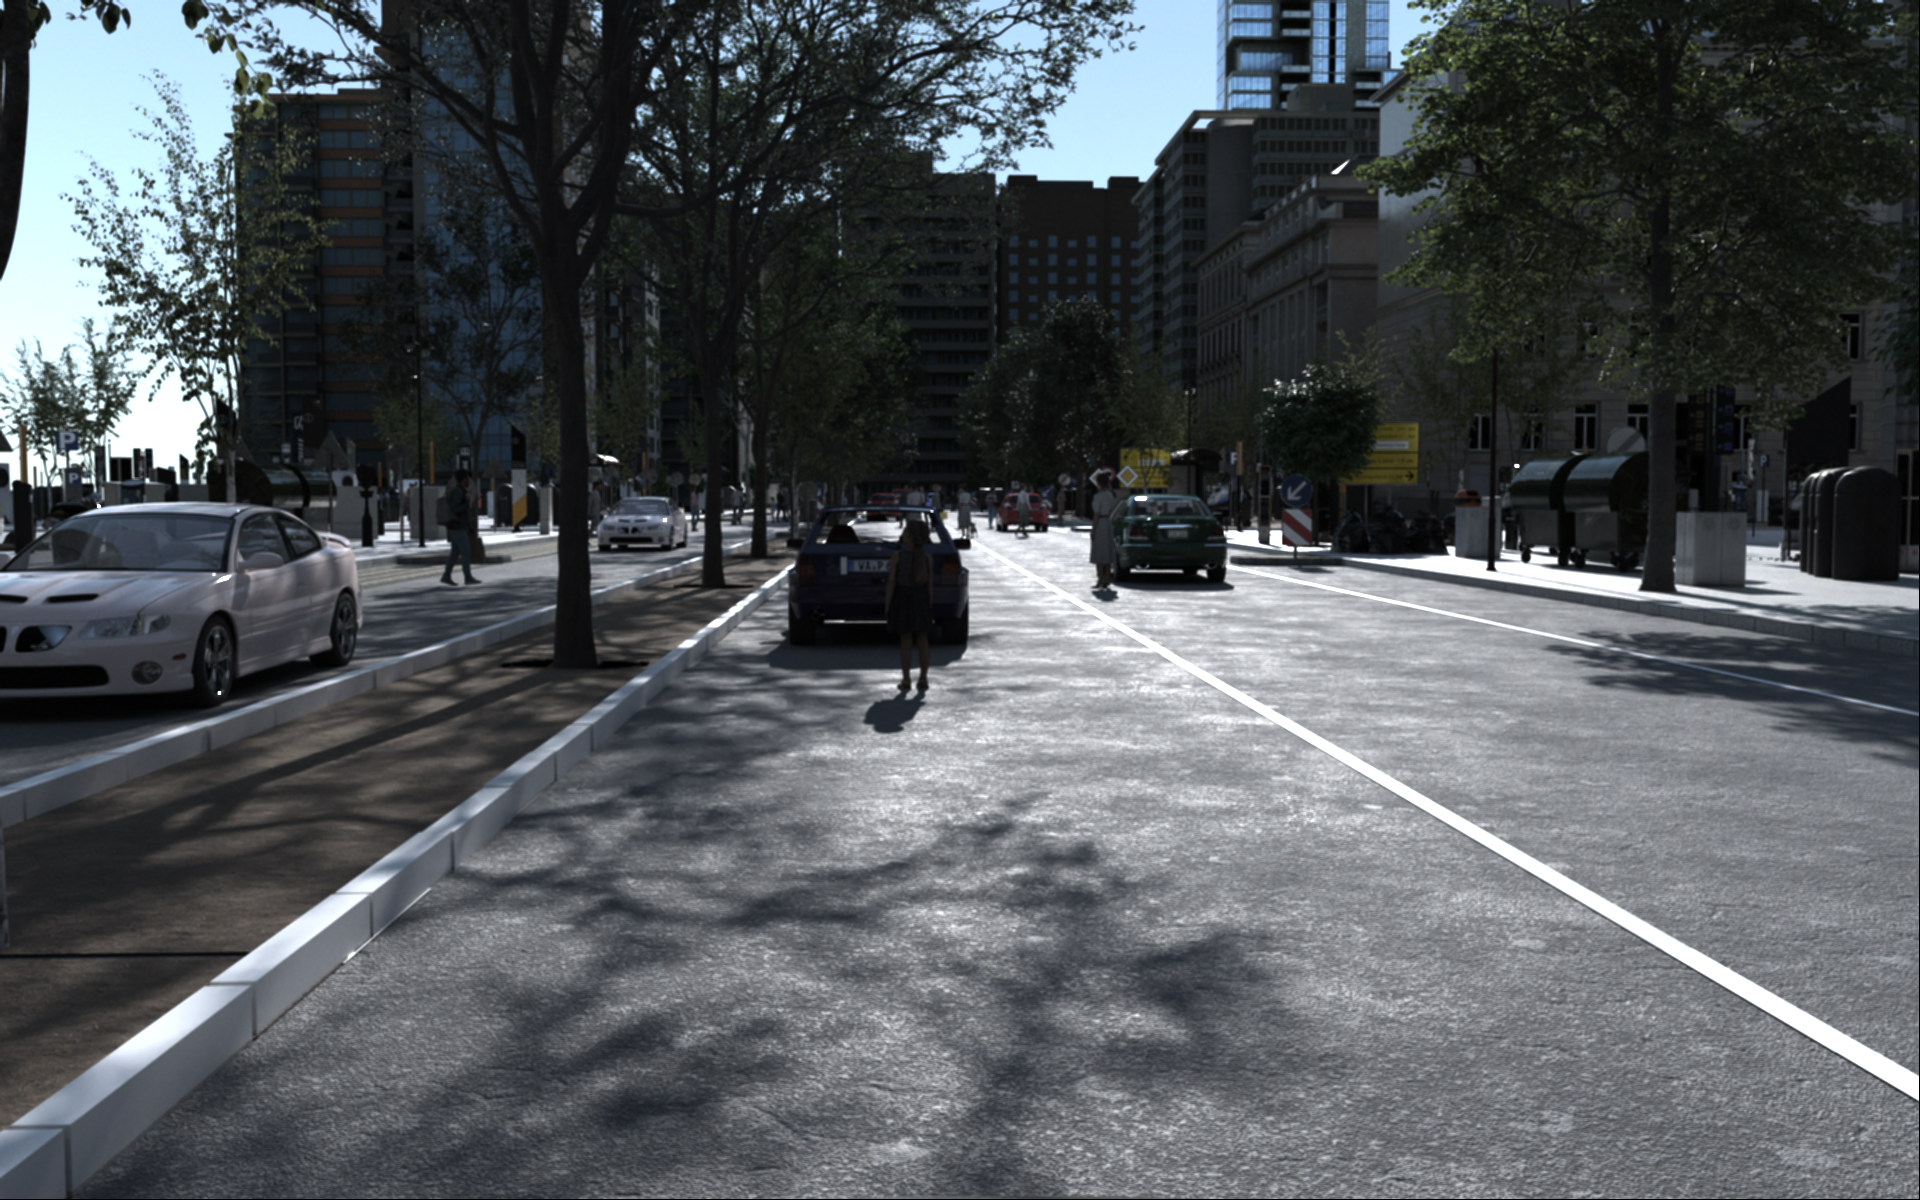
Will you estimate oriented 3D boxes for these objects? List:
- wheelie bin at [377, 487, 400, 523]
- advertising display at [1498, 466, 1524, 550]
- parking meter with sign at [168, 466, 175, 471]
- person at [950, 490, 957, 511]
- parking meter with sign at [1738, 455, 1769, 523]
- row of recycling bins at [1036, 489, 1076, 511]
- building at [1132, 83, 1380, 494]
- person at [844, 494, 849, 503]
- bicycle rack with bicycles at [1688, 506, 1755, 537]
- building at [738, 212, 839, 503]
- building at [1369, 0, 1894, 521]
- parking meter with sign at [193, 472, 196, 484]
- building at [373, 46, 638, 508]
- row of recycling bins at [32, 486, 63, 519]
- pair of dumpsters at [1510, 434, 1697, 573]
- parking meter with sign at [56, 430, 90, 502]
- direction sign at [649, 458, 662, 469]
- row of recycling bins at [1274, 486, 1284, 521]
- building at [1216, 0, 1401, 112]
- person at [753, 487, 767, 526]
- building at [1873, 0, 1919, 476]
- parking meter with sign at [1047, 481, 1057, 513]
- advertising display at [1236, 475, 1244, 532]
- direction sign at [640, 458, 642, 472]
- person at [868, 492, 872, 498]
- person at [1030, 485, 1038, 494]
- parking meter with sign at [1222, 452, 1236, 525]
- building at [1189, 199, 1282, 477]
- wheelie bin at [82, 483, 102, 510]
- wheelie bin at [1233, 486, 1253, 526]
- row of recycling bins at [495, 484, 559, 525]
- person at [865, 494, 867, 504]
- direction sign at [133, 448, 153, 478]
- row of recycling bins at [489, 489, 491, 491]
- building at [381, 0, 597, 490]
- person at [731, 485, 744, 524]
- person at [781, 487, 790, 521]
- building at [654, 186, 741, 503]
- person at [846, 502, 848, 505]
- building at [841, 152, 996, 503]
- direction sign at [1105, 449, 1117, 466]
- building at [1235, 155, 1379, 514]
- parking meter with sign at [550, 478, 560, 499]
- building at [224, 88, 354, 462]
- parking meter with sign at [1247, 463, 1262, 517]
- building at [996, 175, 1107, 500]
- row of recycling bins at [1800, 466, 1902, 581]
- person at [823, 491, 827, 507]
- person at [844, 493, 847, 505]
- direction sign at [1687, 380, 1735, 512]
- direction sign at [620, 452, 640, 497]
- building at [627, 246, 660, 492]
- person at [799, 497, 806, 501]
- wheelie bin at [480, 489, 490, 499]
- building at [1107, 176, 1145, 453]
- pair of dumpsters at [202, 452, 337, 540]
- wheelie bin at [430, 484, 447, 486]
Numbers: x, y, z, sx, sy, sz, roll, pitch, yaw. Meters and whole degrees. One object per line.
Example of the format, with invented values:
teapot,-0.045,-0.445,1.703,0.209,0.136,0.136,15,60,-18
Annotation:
wheelie bin,-25.892,-4.349,79.014,0.693,1.594,0.980,0,4,7
advertising display,12.748,-2.127,39.991,0.123,1.923,0.974,-1,4,-15
parking meter with sign,-50.307,-6.887,108.864,1.738,3.016,0.543,0,4,6
person,-0.491,-8.157,142.673,0.445,1.727,0.742,2,4,26
parking meter with sign,34.771,-4.908,76.512,1.738,3.016,0.543,-1,4,-12
row of recycling bins,7.490,-7.640,132.029,3.534,1.692,1.069,-1,4,-21
building,32.827,-29.127,168.107,32.217,40.220,23.993,0,4,-2
person,-9.592,-8.343,148.137,0.991,1.433,0.599,-1,4,-19
bicycle rack with bicycles,22.217,-2.322,51.352,2.852,0.926,2.925,3,4,37
building,-24.072,-34.304,244.457,14.086,41.232,14.154,0,4,-2
building,34.660,-17.752,87.505,25.104,27.353,12.463,0,4,-2
parking meter with sign,-60.433,-8.712,138.701,1.738,3.016,0.543,0,4,-2
building,-43.236,-31.398,167.979,22.147,44.769,28.867,0,4,-2
row of recycling bins,-46.254,-4.979,88.527,3.534,1.692,1.069,2,4,35
pair of dumpsters,11.143,-1.693,30.174,1.574,2.255,4.437,0,4,-2
parking meter with sign,-23.996,-3.090,46.779,0.543,3.016,1.738,-2,4,-32
direction sign,-19.251,-7.192,109.588,0.876,3.537,0.379,1,4,11
row of recycling bins,16.027,-4.733,84.498,1.069,1.692,3.534,0,4,-2
building,49.661,-57.360,250.503,31.000,86.520,22.319,0,4,-2
person,-8.894,-4.177,76.978,0.592,1.802,0.473,-1,4,-15
building,30.158,-11.698,33.060,13.314,21.916,24.055,0,4,-2
parking meter with sign,6.147,-7.406,117.343,0.543,3.016,1.738,-1,4,-13
advertising display,9.511,-3.278,58.813,0.123,1.923,0.974,1,4,17
direction sign,-20.447,-7.221,110.063,0.876,3.537,0.379,1,4,12
person,-10.201,-11.398,196.325,0.415,1.643,0.593,-2,4,-31
person,3.450,-4.518,82.149,0.659,1.850,0.755,2,4,26
parking meter with sign,10.987,-4.626,71.894,0.543,3.016,1.738,-1,4,-20
building,24.583,-18.543,132.054,11.050,23.489,19.941,0,4,-2
wheelie bin,-25.876,-2.644,51.131,0.980,1.594,0.693,-2,4,-26
wheelie bin,11.258,-3.736,68.999,0.693,1.594,0.980,0,4,-6
row of recycling bins,-17.486,-3.970,72.027,3.534,1.692,1.069,-1,4,-23
person,-10.196,-10.776,187.953,0.557,1.426,1.065,1,4,9
direction sign,-40.407,-5.734,85.744,0.876,3.537,0.379,-2,4,-27
row of recycling bins,-35.324,-7.581,131.068,3.534,1.692,1.069,3,5,44
building,-39.041,-30.345,146.253,14.600,45.320,14.200,0,4,-2
person,-10.614,-4.541,82.598,0.661,1.843,0.795,1,4,14
person,-9.167,-5.013,90.641,0.526,1.800,0.537,-1,4,-13
building,-45.879,-36.285,247.885,28.867,44.769,22.147,0,4,-2
person,-8.518,-7.745,135.112,0.713,1.824,0.794,2,4,26
building,-6.042,-38.180,247.939,21.600,48.544,21.300,0,4,-2
direction sign,7.591,-5.799,86.803,0.876,3.537,0.379,-2,4,-34
building,26.393,-16.403,109.983,13.314,21.916,24.055,0,4,-2
parking meter with sign,-19.584,-5.382,84.263,1.738,3.016,0.543,-2,4,-30
building,-62.910,-32.750,190.093,28.867,44.769,22.147,0,4,-2
parking meter with sign,16.160,-6.211,97.813,0.543,3.016,1.738,-3,5,-41
building,12.483,-36.444,245.967,14.200,45.320,14.600,0,4,-2
row of recycling bins,13.844,-1.221,27.081,1.069,1.692,3.534,1,4,17
person,-14.769,-11.202,192.472,1.217,1.723,0.721,2,4,27
person,-10.650,-9.138,157.845,1.348,1.831,0.705,-1,4,-17
direction sign,15.040,-2.615,34.751,0.876,3.537,0.379,2,4,34
direction sign,-17.927,-6.208,93.490,0.876,3.537,0.379,-3,4,-38
building,-41.303,-25.896,195.096,14.107,30.474,14.160,0,4,-2
person,-9.409,-5.790,104.174,0.522,1.701,0.512,1,4,13
wheelie bin,-31.184,-6.472,113.728,0.980,1.594,0.693,0,4,2
building,26.649,-36.512,247.081,14.200,45.320,14.600,0,4,-2
pair of dumpsters,-15.213,-2.189,38.290,1.574,2.255,4.437,0,4,-2
wheelie bin,-16.230,-2.821,54.039,0.980,1.594,0.693,1,4,12
